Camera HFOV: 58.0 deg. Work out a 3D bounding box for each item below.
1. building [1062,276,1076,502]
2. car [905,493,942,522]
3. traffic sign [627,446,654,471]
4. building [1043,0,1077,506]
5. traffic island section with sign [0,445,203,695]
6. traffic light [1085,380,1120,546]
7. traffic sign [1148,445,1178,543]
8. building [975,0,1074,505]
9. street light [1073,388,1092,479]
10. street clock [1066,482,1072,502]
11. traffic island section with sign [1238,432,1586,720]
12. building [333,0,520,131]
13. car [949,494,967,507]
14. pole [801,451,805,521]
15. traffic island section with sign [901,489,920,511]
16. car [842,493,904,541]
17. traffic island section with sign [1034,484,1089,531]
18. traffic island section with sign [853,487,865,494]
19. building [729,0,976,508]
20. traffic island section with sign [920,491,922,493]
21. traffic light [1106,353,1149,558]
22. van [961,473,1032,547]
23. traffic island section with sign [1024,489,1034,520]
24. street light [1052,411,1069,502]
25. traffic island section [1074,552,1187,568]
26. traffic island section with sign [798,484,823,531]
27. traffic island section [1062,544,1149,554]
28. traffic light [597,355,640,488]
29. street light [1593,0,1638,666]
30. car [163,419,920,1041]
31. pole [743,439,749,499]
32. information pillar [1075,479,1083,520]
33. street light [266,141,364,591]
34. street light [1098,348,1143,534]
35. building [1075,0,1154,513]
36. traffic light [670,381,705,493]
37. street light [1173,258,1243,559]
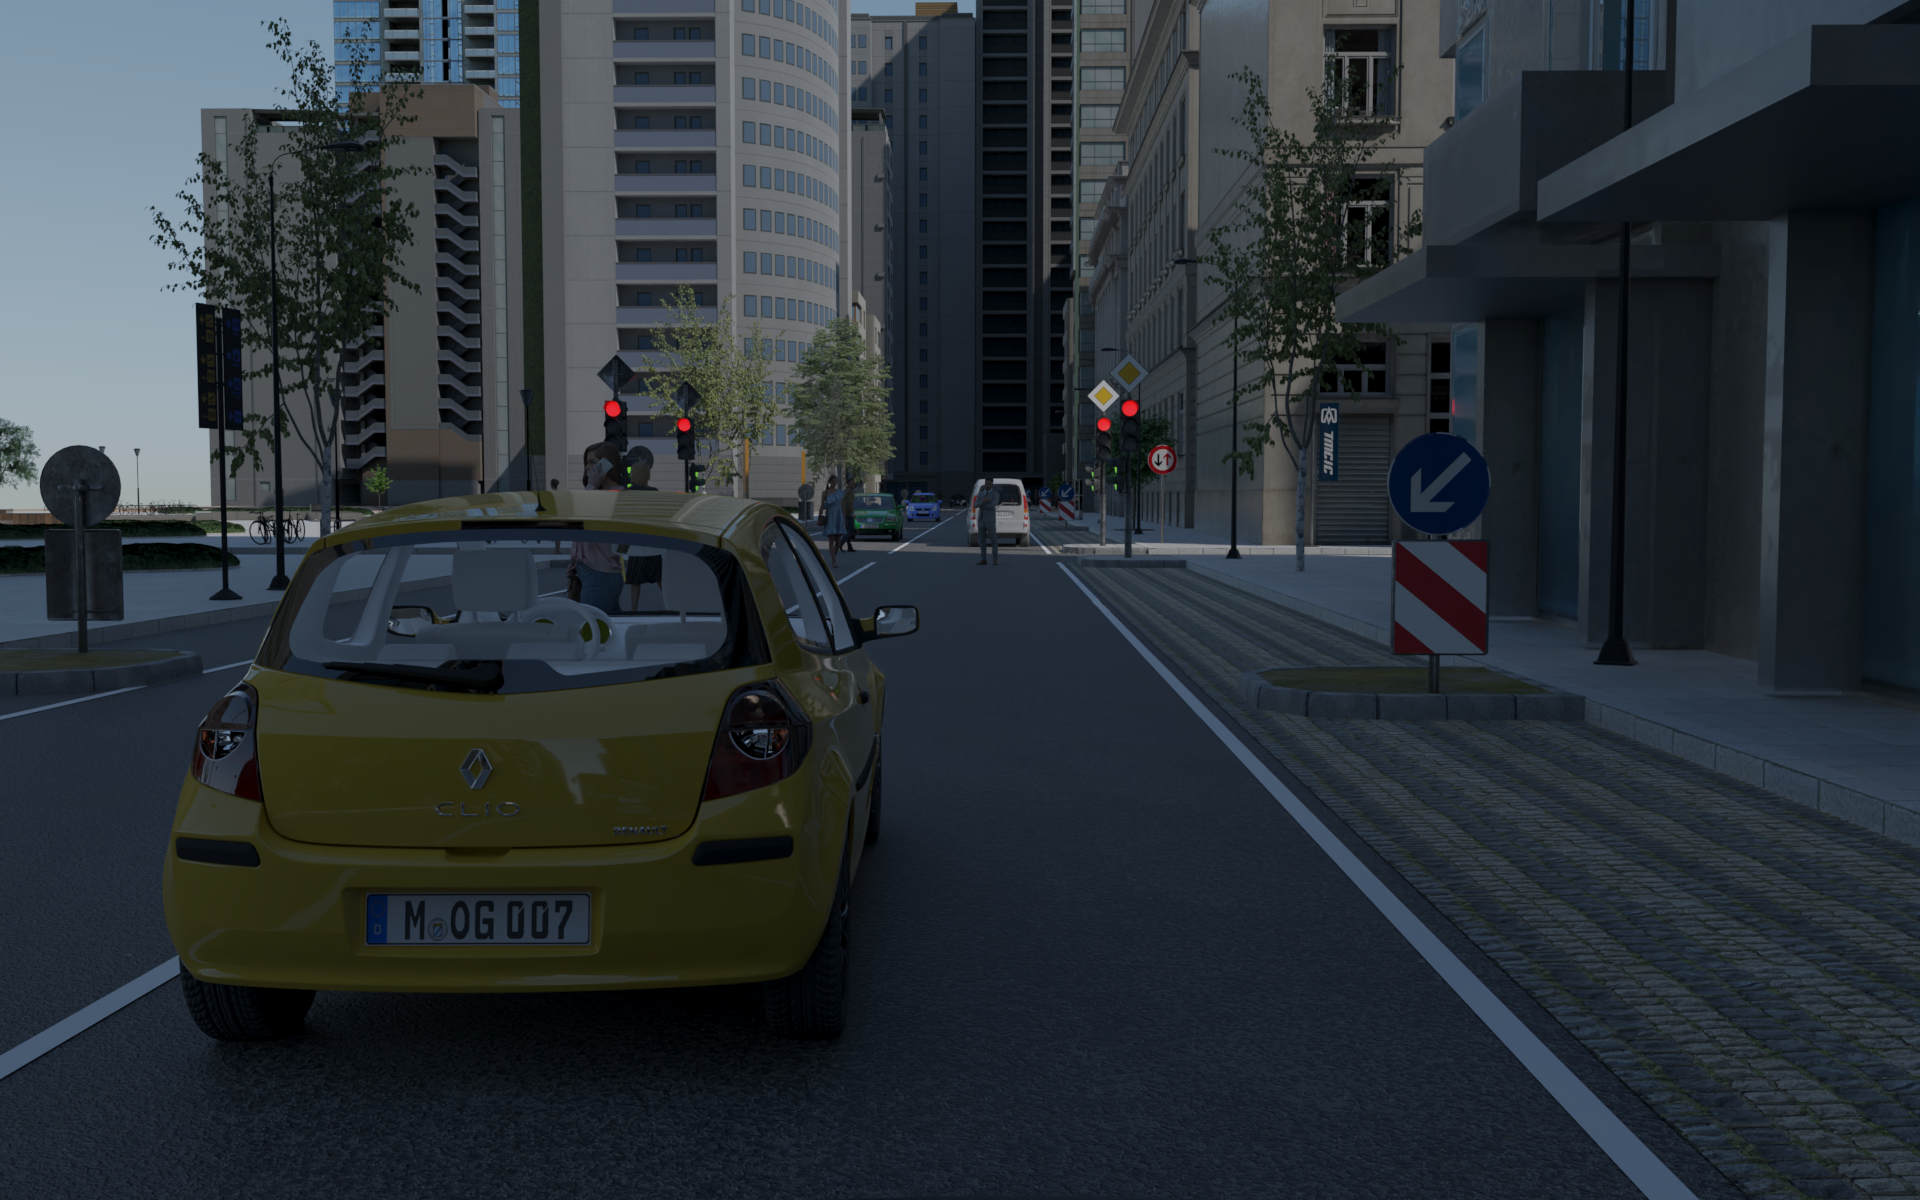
[{"bbox_3d":[23.160,-18.481,147.203,27.650,21.520,28.899,0,4,1],"label":"building"},{"bbox_3d":[-1.873,-4.938,90.322,1.945,1.707,3.694,0,4,1],"label":"car"},{"bbox_3d":[-8.415,-2.777,45.505,0.768,2.556,0.104,1,4,9],"label":"traffic sign"},{"bbox_3d":[20.143,-52.758,175.263,22.319,86.520,31.000,0,4,1],"label":"building"},{"bbox_3d":[-7.021,-0.285,13.283,1.989,1.847,2.006,0,4,1],"label":"traffic island section with sign"},{"bbox_3d":[3.509,-3.289,42.699,0.839,4.253,0.868,0,4,1],"label":"traffic light"},{"bbox_3d":[5.262,-2.745,44.994,0.768,2.556,0.104,1,4,9],"label":"traffic sign"},{"bbox_3d":[12.290,-47.255,210.863,20.611,71.187,20.563,0,4,1],"label":"building"},{"bbox_3d":[5.646,-6.316,75.804,1.470,5.913,1.316,0,4,1],"label":"street light"},{"bbox_3d":[6.330,-5.862,100.420,0.358,2.002,0.471,-1,4,-16],"label":"street clock"},{"bbox_3d":[2.972,-0.198,11.859,1.989,1.847,2.006,0,4,1],"label":"traffic island section with sign"},{"bbox_3d":[-62.884,-55.059,212.887,31.000,86.520,22.319,0,4,1],"label":"building"},{"bbox_3d":[-0.225,-11.184,192.637,2.009,1.686,4.222,0,4,1],"label":"car"},{"bbox_3d":[-7.449,-5.410,82.303,0.158,3.312,0.155,0,3,0],"label":"pole"},{"bbox_3d":[-4.561,-8.325,144.745,1.989,1.847,2.006,0,4,1],"label":"traffic island section with sign"},{"bbox_3d":[-2.701,-2.757,53.881,1.959,1.807,4.718,0,4,0],"label":"car"},{"bbox_3d":[4.029,-3.622,67.851,1.989,1.847,2.006,0,4,1],"label":"traffic island section with sign"},{"bbox_3d":[-5.489,-5.265,94.715,1.989,1.847,2.006,0,4,1],"label":"traffic island section with sign"},{"bbox_3d":[-12.112,-40.977,211.975,28.212,58.520,21.231,0,4,1],"label":"building"},{"bbox_3d":[-4.052,-9.974,171.696,1.989,1.847,2.006,0,4,1],"label":"traffic island section with sign"},{"bbox_3d":[3.360,-2.801,34.715,0.839,4.253,0.868,0,4,1],"label":"traffic light"},{"bbox_3d":[1.040,-2.528,48.347,2.013,2.044,4.112,0,4,-1],"label":"van"},{"bbox_3d":[4.528,-5.271,94.802,1.989,1.847,2.006,0,4,1],"label":"traffic island section with sign"},{"bbox_3d":[6.019,-7.586,96.571,1.470,5.913,1.316,0,4,1],"label":"street light"},{"bbox_3d":[3.400,-0.767,34.829,2.009,0.180,2.903,0,4,1],"label":"traffic island section"},{"bbox_3d":[-5.998,-3.617,67.764,1.989,1.847,2.006,0,4,1],"label":"traffic island section with sign"},{"bbox_3d":[3.549,-1.256,42.812,2.009,0.180,2.903,0,4,1],"label":"traffic island section"},{"bbox_3d":[-6.900,-2.812,34.891,0.839,4.253,0.868,0,4,1],"label":"traffic light"},{"bbox_3d":[4.412,-2.470,12.921,1.470,5.913,1.316,0,4,1],"label":"street light"},{"bbox_3d":[-1.151,0.260,5.972,2.015,1.641,3.980,0,4,-1],"label":"car"},{"bbox_3d":[-7.990,-4.329,64.630,0.158,3.312,0.155,0,3,0],"label":"pole"},{"bbox_3d":[5.922,-5.007,86.358,0.304,2.012,0.304,3,5,41],"label":"information pillar"},{"bbox_3d":[-8.547,-3.085,22.988,1.470,5.913,1.316,0,4,1],"label":"street light"},{"bbox_3d":[5.149,-5.046,55.039,1.470,5.913,1.316,0,4,1],"label":"street light"},{"bbox_3d":[15.284,-26.975,124.637,14.154,41.232,14.086,0,4,1],"label":"building"},{"bbox_3d":[-6.751,-3.300,42.874,0.839,4.253,0.868,0,4,1],"label":"traffic light"},{"bbox_3d":[4.895,-3.774,34.244,1.470,5.913,1.316,0,4,1],"label":"street light"}]
